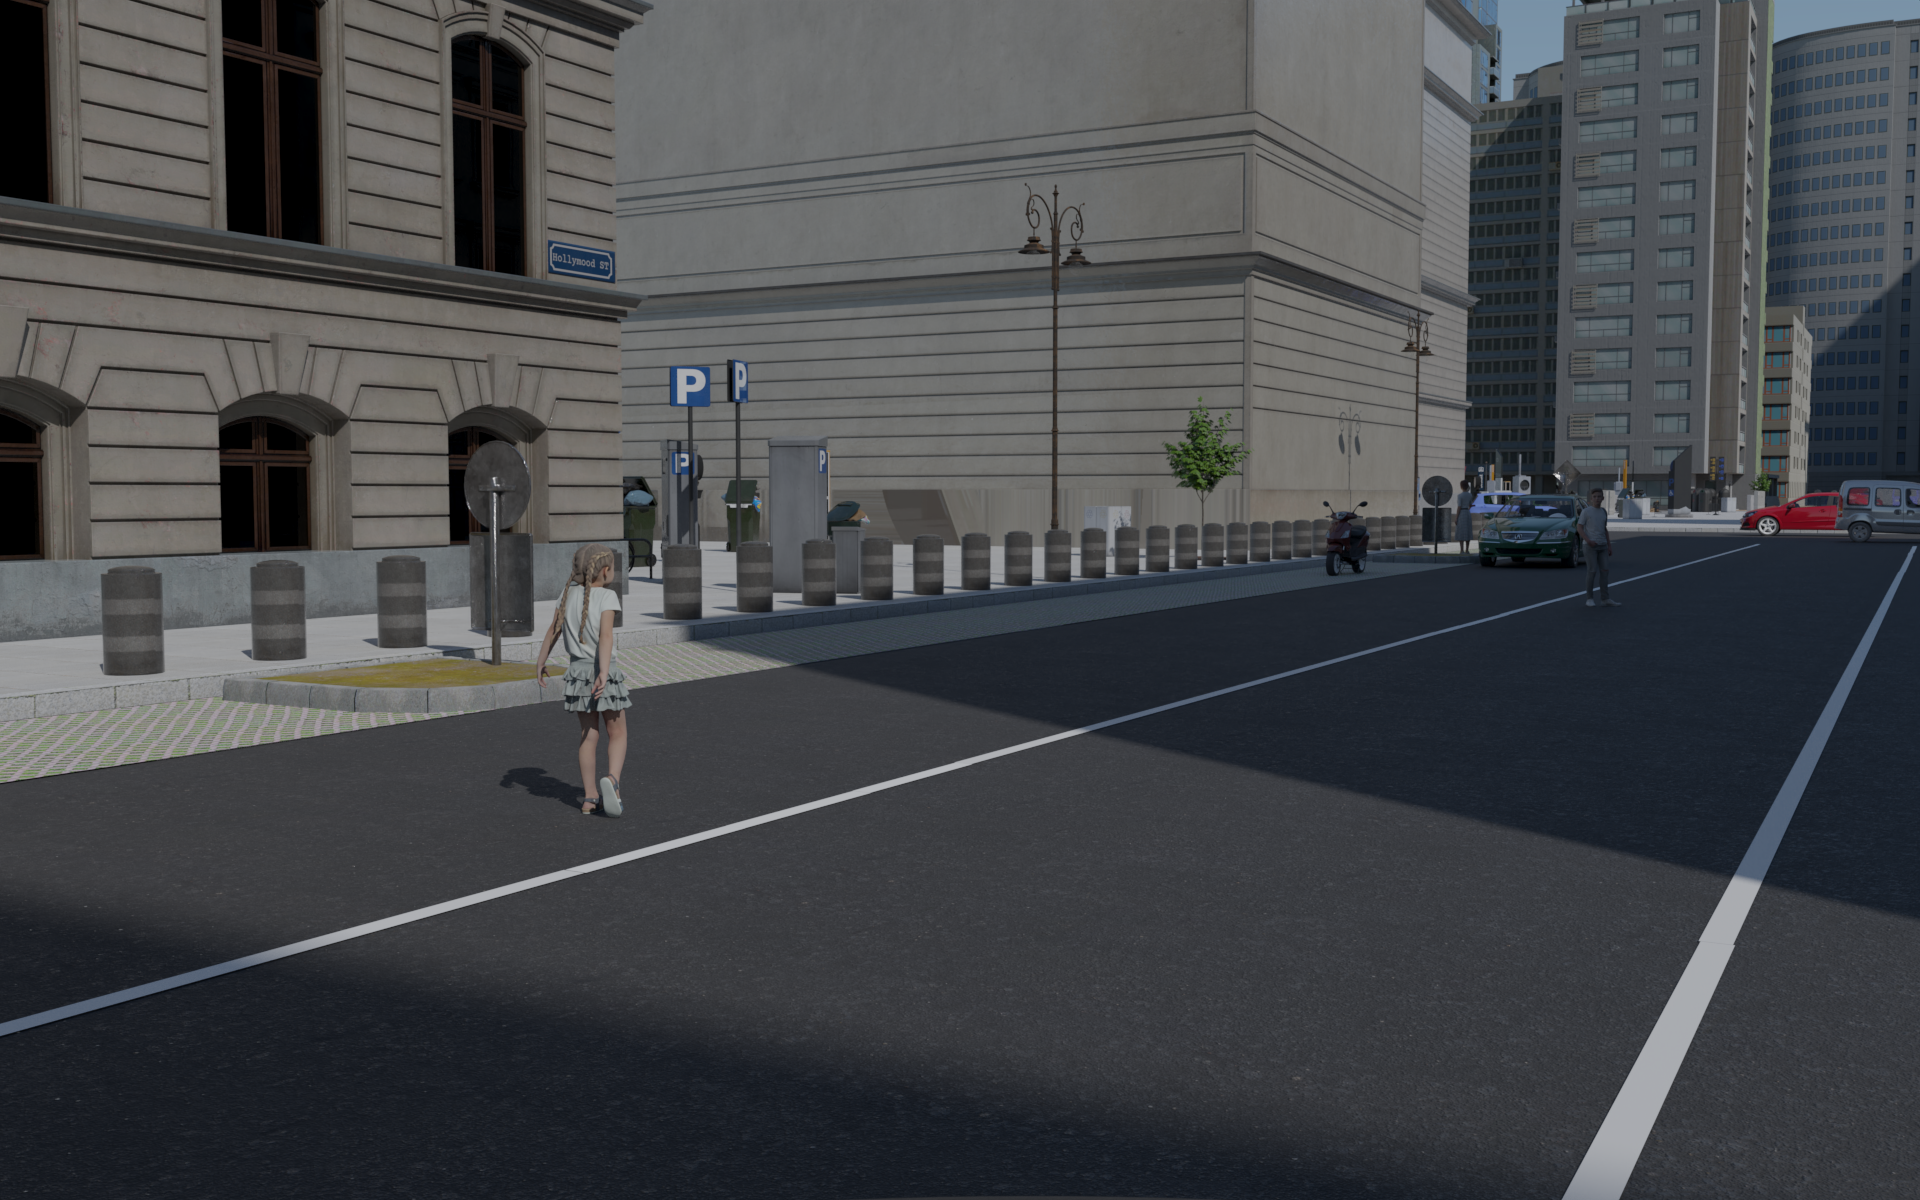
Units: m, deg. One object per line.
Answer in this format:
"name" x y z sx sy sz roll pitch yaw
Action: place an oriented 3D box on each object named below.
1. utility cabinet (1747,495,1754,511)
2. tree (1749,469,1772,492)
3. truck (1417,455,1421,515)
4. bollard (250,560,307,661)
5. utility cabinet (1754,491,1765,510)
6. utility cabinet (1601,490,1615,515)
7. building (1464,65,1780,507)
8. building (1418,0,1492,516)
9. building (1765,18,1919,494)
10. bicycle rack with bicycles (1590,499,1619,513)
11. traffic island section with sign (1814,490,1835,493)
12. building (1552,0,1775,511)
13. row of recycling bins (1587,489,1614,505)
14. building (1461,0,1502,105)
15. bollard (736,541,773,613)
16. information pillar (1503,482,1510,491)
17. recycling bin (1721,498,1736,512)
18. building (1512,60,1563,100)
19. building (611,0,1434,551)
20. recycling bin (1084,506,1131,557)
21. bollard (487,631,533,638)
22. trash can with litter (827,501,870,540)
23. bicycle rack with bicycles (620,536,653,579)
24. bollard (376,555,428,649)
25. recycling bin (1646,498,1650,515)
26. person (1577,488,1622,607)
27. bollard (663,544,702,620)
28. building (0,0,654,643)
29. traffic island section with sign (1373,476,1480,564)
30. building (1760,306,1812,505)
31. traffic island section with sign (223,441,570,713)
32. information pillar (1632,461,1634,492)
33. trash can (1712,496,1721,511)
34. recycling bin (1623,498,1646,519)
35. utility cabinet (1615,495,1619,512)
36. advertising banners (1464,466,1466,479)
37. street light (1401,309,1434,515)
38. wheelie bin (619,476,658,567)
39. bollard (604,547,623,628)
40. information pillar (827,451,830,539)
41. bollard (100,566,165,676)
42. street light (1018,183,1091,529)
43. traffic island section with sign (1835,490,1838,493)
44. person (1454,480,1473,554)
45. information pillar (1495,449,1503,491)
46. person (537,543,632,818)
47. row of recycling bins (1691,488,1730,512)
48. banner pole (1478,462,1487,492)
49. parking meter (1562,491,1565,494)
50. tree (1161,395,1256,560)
"utility cabinet" 58.753 -7.184 128.618 0.306 1.237 1.020 3 5 42
"tree" 60.588 -8.355 131.198 1.663 3.219 1.824 0 3 0
"truck" 9.757 -4.928 70.338 18.799 4.110 2.967 2 4 29
"bollard" -5.303 0.076 13.478 0.404 0.777 0.398 0 3 0
"utility cabinet" 58.099 -7.167 125.853 1.173 1.500 0.318 -3 5 -43
"utility cabinet" 41.153 -6.228 110.507 1.173 1.500 0.318 0 4 -3
"building" 57.966 -28.629 159.966 32.217 40.220 23.993 2 4 29
"building" 11.967 -18.140 83.975 23.554 28.519 14.401 2 4 29
"building" 112.691 -41.103 214.026 28.212 58.520 21.231 2 4 29
"bicycle rack with bicycles" 43.835 -6.311 116.570 2.925 0.926 2.852 1 4 14
"traffic island section with sign" 74.989 -8.726 151.302 1.989 1.847 2.006 2 4 29
"building" 56.475 -27.850 138.947 14.154 41.232 14.086 2 4 29
"row of recycling bins" 50.163 -7.741 133.683 3.534 1.692 1.069 3 4 36
"building" 61.880 -56.873 242.548 31.000 86.520 22.319 2 4 29
"bollard" -2.238 -0.255 18.879 0.404 0.777 0.398 0 3 0
"information pillar" 31.991 -5.926 101.378 0.304 2.012 0.304 -1 4 -10
"recycling bin" 53.974 -6.670 121.616 0.722 1.027 0.722 -1 4 -12
"building" 87.588 -41.939 227.696 28.212 58.520 21.231 2 4 29
"building" -2.257 -13.367 51.828 30.059 22.955 16.112 2 4 29
"recycling bin" 3.054 -1.426 35.862 0.722 1.027 0.722 3 5 45
"bollard" -4.070 -0.057 15.642 0.404 0.777 0.398 0 3 0
"trash can with litter" -1.976 -1.017 28.015 0.624 1.170 1.055 2 4 30
"bicycle rack with bicycles" -6.074 -0.806 26.565 2.925 0.926 2.852 -2 4 -28
"bollard" -4.689 0.010 14.555 0.404 0.777 0.398 0 3 0
"recycling bin" 41.389 -5.666 105.191 0.722 1.027 0.722 -2 4 -34
"person" 8.143 -0.673 22.105 0.523 1.515 0.503 3 5 40
"bollard" -2.852 -0.188 17.798 0.404 0.777 0.398 0 3 0
"building" -17.044 -11.626 9.164 14.460 24.649 34.723 2 4 29
"traffic island section with sign" 9.942 -1.700 36.424 1.989 1.847 2.006 2 4 29
"building" 74.162 -20.832 185.640 28.899 21.520 27.650 2 4 29
"traffic island section with sign" -3.736 -0.223 12.270 1.989 1.847 2.006 2 4 29
"information pillar" 46.909 -7.915 120.771 0.183 3.616 0.504 1 4 20
"trash can" 56.318 -7.178 129.016 0.748 1.137 0.748 0 3 0
"recycling bin" 34.574 -4.677 89.030 0.722 1.027 0.722 0 4 -7
"utility cabinet" 47.982 -7.094 127.154 1.020 1.237 0.306 0 4 -1
"advertising banners" 30.679 -6.820 107.700 2.074 3.025 0.090 -2 4 -27
"street light" 11.487 -4.328 43.557 0.468 5.910 1.993 2 4 29
"wheelie bin" -5.767 -1.384 30.534 0.980 1.594 0.693 3 4 36
"bollard" -3.460 -0.123 16.725 0.404 0.777 0.398 0 3 0
"information pillar" -2.367 -1.518 29.313 0.304 2.012 0.304 -1 4 -13
"bollard" -5.914 0.143 12.384 0.404 0.777 0.398 0 3 0
"street light" 1.429 -3.256 26.026 0.468 5.910 1.993 2 4 29
"traffic island section with sign" 88.283 -10.161 174.765 1.989 1.847 2.006 2 4 29
"person" 11.404 -1.853 39.371 0.480 1.755 0.524 -2 4 -30
"information pillar" 28.035 -6.042 90.149 0.183 3.616 0.504 -1 4 -19
"person" -1.701 0.353 7.743 0.505 1.210 0.382 1 4 18
"row of recycling bins" 56.152 -7.554 130.612 3.534 1.692 1.069 2 4 30
"banner pole" 40.426 -8.800 133.899 0.863 3.779 0.401 0 4 -1
"parking meter" 44.393 -7.265 127.200 0.372 1.533 0.369 0 3 0
"tree" 4.656 -2.406 33.948 1.663 3.219 1.824 0 3 0
